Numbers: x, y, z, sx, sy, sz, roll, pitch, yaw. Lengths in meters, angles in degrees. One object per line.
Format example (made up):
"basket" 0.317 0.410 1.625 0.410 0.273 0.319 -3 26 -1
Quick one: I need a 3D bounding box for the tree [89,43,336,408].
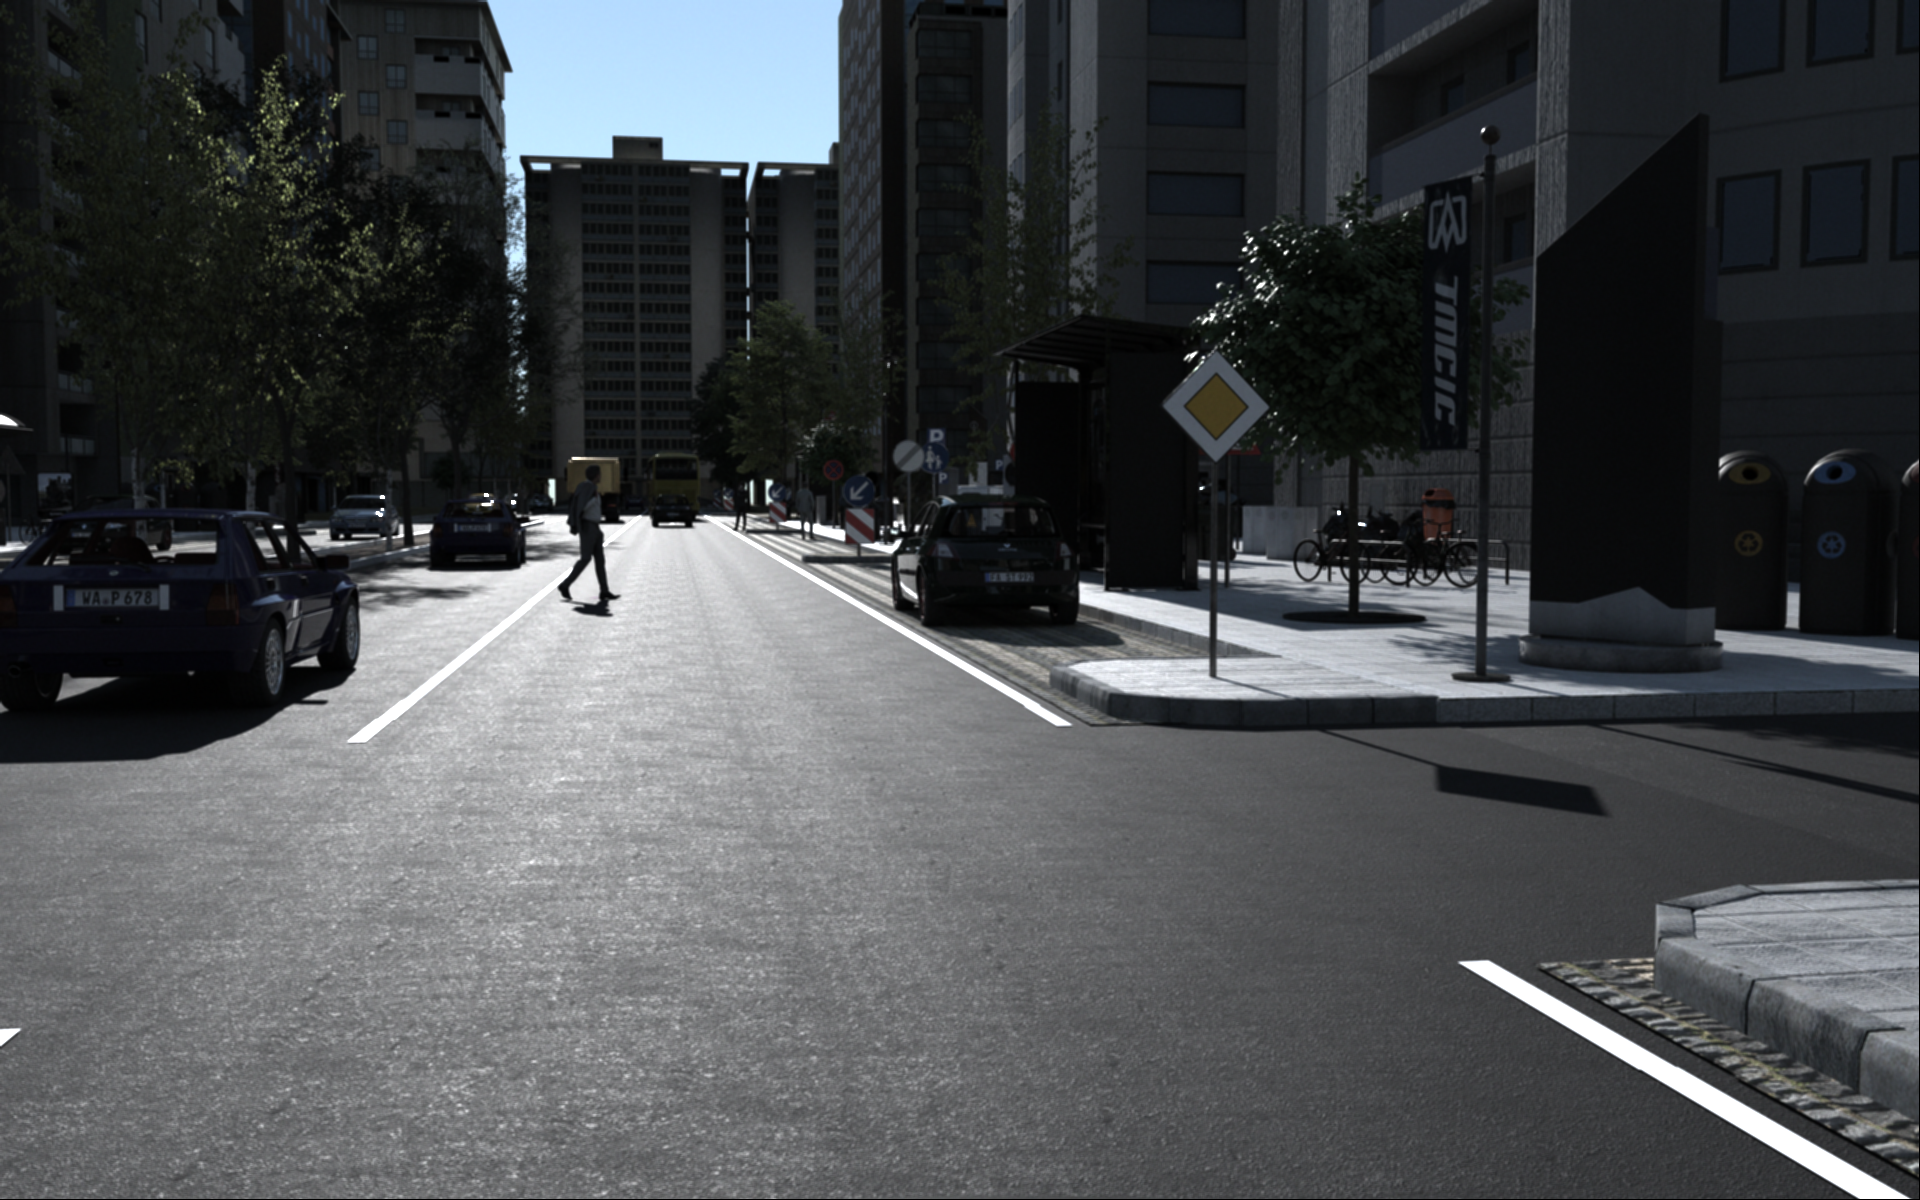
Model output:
"tree" -13.405 -5.990 34.807 8.767 10.594 7.601 -1 4 -10

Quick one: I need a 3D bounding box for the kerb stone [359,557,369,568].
"kerb stone" -11.746 -0.711 33.854 0.120 0.150 1.000 -1 4 -10

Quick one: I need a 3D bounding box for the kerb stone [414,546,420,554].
"kerb stone" -12.952 -1.146 40.926 0.120 0.150 1.000 -1 4 -10

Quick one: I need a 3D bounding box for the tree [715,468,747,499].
"tree" -21.483 -10.988 163.363 4.285 4.588 4.351 0 3 0

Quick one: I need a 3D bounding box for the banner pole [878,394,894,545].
"banner pole" -1.859 -3.250 43.149 0.401 3.779 0.863 0 4 0

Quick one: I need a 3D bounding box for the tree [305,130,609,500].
"tree" -16.947 -8.889 58.155 12.009 13.543 11.850 0 3 0

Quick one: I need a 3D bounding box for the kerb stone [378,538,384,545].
"kerb stone" -16.367 -1.615 48.595 0.120 0.150 1.000 -1 4 -10

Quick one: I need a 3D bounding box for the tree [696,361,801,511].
"tree" -15.922 -12.576 131.365 9.928 11.665 9.643 0 3 0

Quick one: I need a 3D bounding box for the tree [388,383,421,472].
"tree" -33.081 -10.697 93.020 7.486 12.596 7.792 0 3 0

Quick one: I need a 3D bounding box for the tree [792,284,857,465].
"tree" -3.524 -6.682 59.614 4.737 8.622 4.395 0 3 0

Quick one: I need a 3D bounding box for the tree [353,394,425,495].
"tree" -33.672 -9.204 100.851 4.737 8.622 4.395 0 3 0

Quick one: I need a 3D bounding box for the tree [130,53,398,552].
"tree" -11.906 -4.657 28.964 4.360 8.622 3.978 0 3 0

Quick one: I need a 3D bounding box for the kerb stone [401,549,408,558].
"kerb stone" -12.604 -1.022 38.908 0.120 0.150 1.000 -1 4 -10

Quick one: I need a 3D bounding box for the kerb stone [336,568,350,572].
"kerb stone" -11.413 -0.588 31.821 0.120 0.150 1.000 -1 4 -10

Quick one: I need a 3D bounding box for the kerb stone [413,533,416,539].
"kerb stone" -17.395 -1.985 54.655 0.120 0.150 1.000 -1 4 -10

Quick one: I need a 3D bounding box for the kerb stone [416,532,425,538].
"kerb stone" -17.726 -2.109 56.685 0.120 0.150 1.000 -1 4 -10

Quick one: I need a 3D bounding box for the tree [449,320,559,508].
"tree" -18.856 -7.323 72.544 4.737 8.622 4.395 0 3 0

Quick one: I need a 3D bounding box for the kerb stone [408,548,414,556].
"kerb stone" -12.780 -1.084 39.915 0.120 0.150 1.000 -1 4 -10

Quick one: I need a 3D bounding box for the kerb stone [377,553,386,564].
"kerb stone" -12.095 -0.836 35.879 0.120 0.150 1.000 -1 4 -10

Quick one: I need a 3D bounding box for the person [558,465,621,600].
"person" -5.040 -0.910 23.484 0.850 1.850 0.679 0 4 0

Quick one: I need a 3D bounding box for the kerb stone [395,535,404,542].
"kerb stone" -17.056 -1.854 52.630 0.120 0.150 1.000 -1 4 -10

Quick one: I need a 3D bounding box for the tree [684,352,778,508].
"tree" -20.043 -15.163 154.567 9.857 13.997 8.962 0 3 0

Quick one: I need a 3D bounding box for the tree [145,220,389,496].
"tree" -28.834 -9.265 69.612 7.486 12.596 7.792 0 3 0

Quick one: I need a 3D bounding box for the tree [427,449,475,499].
"tree" -37.033 -8.685 125.711 4.285 4.588 4.351 0 3 0

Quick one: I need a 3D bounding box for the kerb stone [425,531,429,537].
"kerb stone" -17.906 -2.171 57.704 0.120 0.150 1.000 -1 4 -10

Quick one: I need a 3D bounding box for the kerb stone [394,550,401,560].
"kerb stone" -12.437 -0.960 37.899 0.120 0.150 1.000 -1 4 -10

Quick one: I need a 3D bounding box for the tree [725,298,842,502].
"tree" -10.154 -11.187 101.041 7.486 12.596 7.792 0 3 0

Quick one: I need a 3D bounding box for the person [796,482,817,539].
"person" -4.836 -2.798 54.346 0.635 1.810 0.391 0 4 6

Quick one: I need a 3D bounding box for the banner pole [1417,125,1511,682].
"banner pole" 3.495 -1.349 12.080 0.401 3.779 0.863 -2 4 -28

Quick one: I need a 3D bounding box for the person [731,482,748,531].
"person" -8.547 -3.643 67.423 0.648 1.900 0.474 3 5 40

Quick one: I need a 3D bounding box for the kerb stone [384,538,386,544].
"kerb stone" -16.544 -1.676 49.603 0.120 0.150 1.000 -1 4 -10

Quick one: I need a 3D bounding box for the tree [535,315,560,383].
"tree" -15.343 -6.806 48.147 8.767 10.594 7.601 -1 4 -10

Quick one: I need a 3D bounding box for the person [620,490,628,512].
"person" -26.887 -7.842 137.233 1.217 1.766 0.721 -3 4 -36

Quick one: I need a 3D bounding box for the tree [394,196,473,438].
"tree" -13.996 -5.472 42.279 4.360 8.622 3.978 0 3 0

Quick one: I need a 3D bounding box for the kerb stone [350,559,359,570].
"kerb stone" -11.584 -0.647 32.832 0.120 0.150 1.000 -1 4 -10

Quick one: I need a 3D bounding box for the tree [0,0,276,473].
"tree" -11.325 -4.334 23.687 4.737 8.622 4.395 0 3 0

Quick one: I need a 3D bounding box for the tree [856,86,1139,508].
"tree" 1.203 -5.009 32.257 4.737 8.622 4.395 0 3 0

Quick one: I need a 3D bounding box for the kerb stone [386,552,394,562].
"kerb stone" -12.261 -0.899 36.890 0.120 0.150 1.000 -1 4 -10

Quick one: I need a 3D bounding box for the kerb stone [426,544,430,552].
"kerb stone" -13.283 -1.262 42.958 0.120 0.150 1.000 -1 4 -10

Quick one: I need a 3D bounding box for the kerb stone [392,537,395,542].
"kerb stone" -16.714 -1.737 50.613 0.120 0.150 1.000 -1 4 -10

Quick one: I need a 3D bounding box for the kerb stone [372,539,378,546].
"kerb stone" -16.209 -1.546 47.586 0.120 0.150 1.000 -1 4 -10

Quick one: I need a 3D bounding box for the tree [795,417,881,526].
"tree" -4.861 -5.235 69.311 4.285 4.588 4.351 0 3 0

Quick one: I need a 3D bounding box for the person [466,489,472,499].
"person" -31.683 -6.282 111.877 0.621 1.740 0.551 -1 4 -15

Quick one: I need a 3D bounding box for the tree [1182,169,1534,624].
"tree" 4.025 -2.082 17.760 4.285 4.588 4.351 0 3 0

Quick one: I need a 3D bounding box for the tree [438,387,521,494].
"tree" -42.415 -13.912 153.223 9.928 11.665 9.643 0 3 0

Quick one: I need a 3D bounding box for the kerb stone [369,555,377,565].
"kerb stone" -11.931 -0.773 34.863 0.120 0.150 1.000 -1 4 -10

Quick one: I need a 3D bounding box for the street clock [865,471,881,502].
"street clock" -2.791 -3.113 55.475 0.471 2.002 0.358 2 4 24

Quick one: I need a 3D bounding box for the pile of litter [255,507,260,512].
"pile of litter" -27.415 -3.301 67.940 1.176 0.858 1.719 1 4 10

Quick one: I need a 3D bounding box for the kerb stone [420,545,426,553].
"kerb stone" -13.117 -1.207 41.948 0.120 0.150 1.000 -1 4 -10
